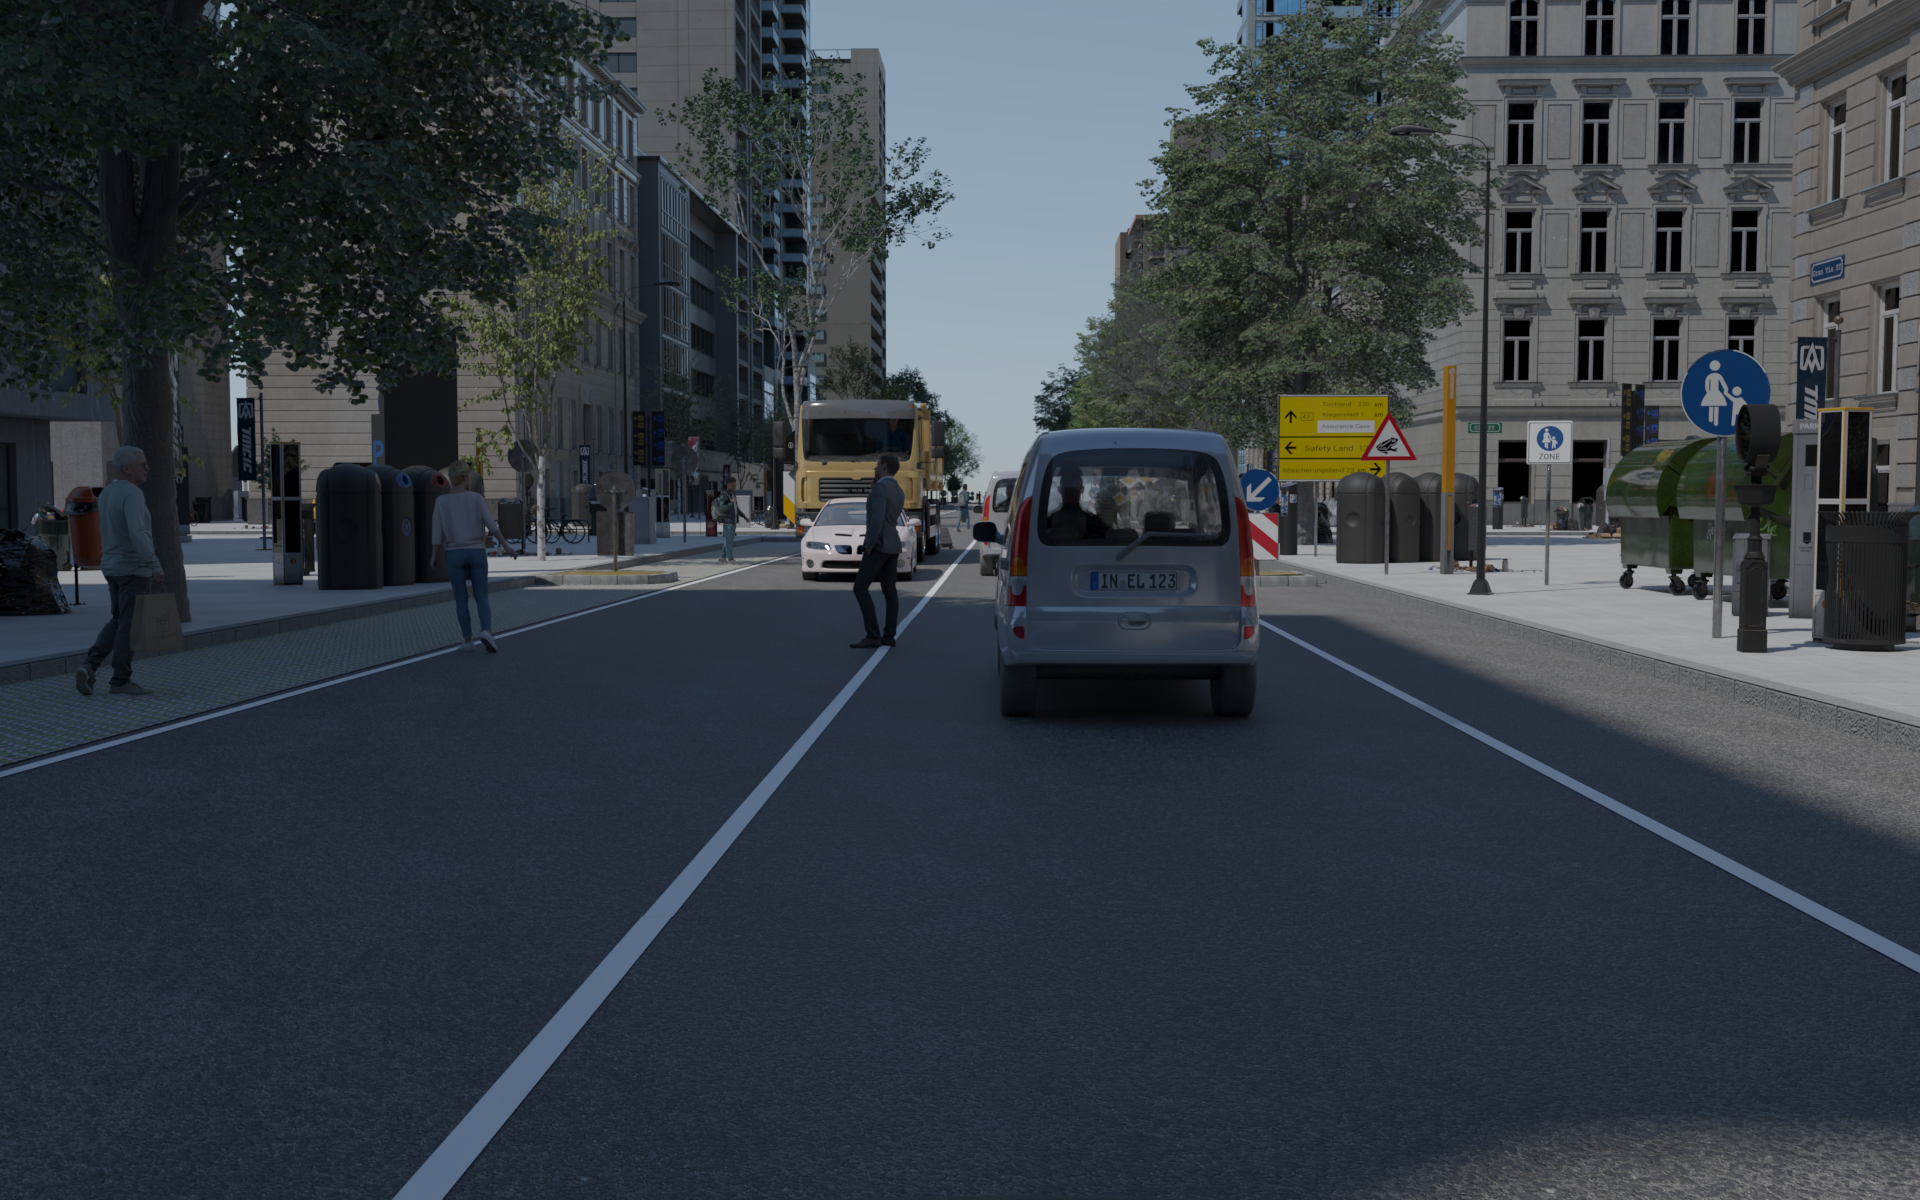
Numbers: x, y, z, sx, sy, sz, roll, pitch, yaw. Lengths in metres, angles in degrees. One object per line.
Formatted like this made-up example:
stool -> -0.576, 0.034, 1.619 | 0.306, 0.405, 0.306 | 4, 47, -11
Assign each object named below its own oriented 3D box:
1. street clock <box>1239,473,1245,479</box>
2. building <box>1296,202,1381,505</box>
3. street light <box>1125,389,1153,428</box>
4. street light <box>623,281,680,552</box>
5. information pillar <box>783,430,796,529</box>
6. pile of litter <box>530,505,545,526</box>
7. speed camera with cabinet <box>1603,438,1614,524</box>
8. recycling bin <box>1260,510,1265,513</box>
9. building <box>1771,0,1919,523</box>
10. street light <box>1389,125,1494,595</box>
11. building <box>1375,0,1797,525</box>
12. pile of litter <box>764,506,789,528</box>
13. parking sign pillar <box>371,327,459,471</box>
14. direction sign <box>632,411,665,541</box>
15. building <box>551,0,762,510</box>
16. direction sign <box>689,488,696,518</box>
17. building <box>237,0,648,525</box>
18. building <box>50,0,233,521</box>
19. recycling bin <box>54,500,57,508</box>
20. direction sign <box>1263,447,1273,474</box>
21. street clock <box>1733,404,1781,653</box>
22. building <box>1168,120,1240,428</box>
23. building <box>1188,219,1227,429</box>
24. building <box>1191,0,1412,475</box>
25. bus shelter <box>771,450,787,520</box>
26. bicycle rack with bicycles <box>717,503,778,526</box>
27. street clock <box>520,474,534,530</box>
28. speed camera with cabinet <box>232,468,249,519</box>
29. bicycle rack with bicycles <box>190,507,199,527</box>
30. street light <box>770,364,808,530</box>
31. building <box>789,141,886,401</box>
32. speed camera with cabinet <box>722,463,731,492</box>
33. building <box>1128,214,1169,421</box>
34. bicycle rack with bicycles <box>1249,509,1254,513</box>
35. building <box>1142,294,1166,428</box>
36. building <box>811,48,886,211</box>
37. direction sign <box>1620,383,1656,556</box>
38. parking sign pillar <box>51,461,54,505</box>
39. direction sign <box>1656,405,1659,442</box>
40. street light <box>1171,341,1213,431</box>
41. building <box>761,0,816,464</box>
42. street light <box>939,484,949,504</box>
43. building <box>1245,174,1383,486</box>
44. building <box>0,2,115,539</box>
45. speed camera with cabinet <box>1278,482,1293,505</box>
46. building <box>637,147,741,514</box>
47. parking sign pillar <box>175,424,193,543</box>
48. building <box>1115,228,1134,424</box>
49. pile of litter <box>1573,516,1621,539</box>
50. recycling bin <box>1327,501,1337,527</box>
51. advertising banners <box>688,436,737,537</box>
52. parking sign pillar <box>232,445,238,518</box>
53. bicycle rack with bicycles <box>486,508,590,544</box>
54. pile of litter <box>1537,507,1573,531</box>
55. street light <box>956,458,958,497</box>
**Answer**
street clock -> 9.844, -3.388, 59.972 | 0.358, 2.002, 0.471 | -2, 4, -35
building -> 25.949, -14.702, 105.011 | 10.561, 19.102, 19.286 | 0, 4, 2
street light -> 7.825, -6.289, 75.358 | 1.470, 5.913, 1.316 | 0, 4, 2
street light -> -6.782, -3.995, 37.858 | 1.470, 5.913, 1.316 | 0, 4, 2
information pillar -> -6.234, -4.410, 63.464 | 0.504, 3.616, 0.183 | 2, 4, 26
pile of litter -> -17.595, -3.473, 70.753 | 1.176, 0.858, 1.719 | 2, 4, 30
speed camera with cabinet -> 22.883, -4.040, 60.383 | 0.660, 3.252, 2.038 | 1, 4, 13
recycling bin -> 14.270, -4.145, 80.325 | 0.722, 1.027, 0.722 | 2, 4, 26
building -> 24.446, -14.084, 27.540 | 12.463, 27.353, 25.104 | 0, 4, 2
street light -> 6.110, -3.023, 21.974 | 1.470, 5.913, 1.316 | 0, 4, 2
building -> 42.060, -18.400, 77.259 | 44.131, 29.872, 17.030 | 0, 4, 2
pile of litter -> -6.864, -3.139, 65.285 | 1.176, 0.858, 1.719 | 1, 4, 9
parking sign pillar -> -8.677, -2.393, 27.600 | 1.447, 3.967, 1.447 | 3, 5, 42
direction sign -> -8.494, -3.384, 47.326 | 0.876, 3.537, 0.379 | 0, 4, 3
building -> -25.274, -43.256, 145.493 | 20.563, 71.187, 20.611 | 0, 4, 2
direction sign -> -14.619, -6.268, 94.471 | 0.876, 3.537, 0.379 | 2, 4, 29
building -> -23.723, -17.523, 83.757 | 12.463, 27.353, 25.104 | 0, 4, 2
building -> -45.474, -15.892, 77.855 | 19.932, 24.808, 12.078 | 0, 4, 2
recycling bin -> -61.120, -6.336, 116.151 | 0.722, 1.027, 0.722 | -1, 4, -11
direction sign -> 14.982, -5.647, 84.320 | 0.379, 3.537, 0.876 | 3, 5, 40
street clock -> 6.429, -0.577, 14.003 | 0.358, 2.002, 0.471 | 1, 4, 10
building -> 30.077, -31.124, 192.473 | 14.154, 41.232, 14.086 | 0, 4, 2
building -> 30.319, -24.867, 178.275 | 14.160, 30.474, 14.107 | 0, 4, 2
building -> 33.181, -51.454, 153.952 | 22.319, 86.520, 31.000 | 0, 4, 2
bus shelter -> -8.351, -5.929, 88.215 | 1.731, 3.624, 6.357 | 0, 4, 2
bicycle rack with bicycles -> -8.807, -3.487, 70.395 | 2.925, 0.926, 2.852 | -2, 4, -29
street clock -> -15.435, -3.498, 61.758 | 0.358, 2.002, 0.471 | 2, 4, 30
speed camera with cabinet -> -37.846, -5.906, 90.905 | 0.660, 3.252, 2.038 | -3, 4, -36
bicycle rack with bicycles -> -31.761, -3.351, 68.172 | 2.925, 0.926, 2.852 | 3, 5, 40
street light -> -6.129, -5.485, 62.216 | 1.470, 5.913, 1.316 | 0, 4, 2
building -> -22.223, -37.760, 241.077 | 21.300, 48.544, 21.600 | 0, 4, 2
speed camera with cabinet -> -14.374, -7.055, 109.686 | 0.660, 3.252, 2.038 | 1, 4, 21
building -> 36.977, -37.306, 264.580 | 22.147, 44.769, 28.867 | 0, 4, 2
bicycle rack with bicycles -> 17.007, -4.753, 91.097 | 2.852, 0.926, 2.925 | -2, 4, -32
building -> 31.810, -28.804, 242.638 | 14.160, 30.474, 14.107 | 0, 4, 2
building -> -20.412, -51.702, 283.572 | 20.563, 71.187, 20.611 | 0, 4, 2
direction sign -> 13.827, -2.671, 35.661 | 0.876, 3.537, 0.379 | -3, 5, -40
parking sign pillar -> -57.576, -7.284, 107.570 | 1.447, 3.967, 1.447 | 1, 4, 23
direction sign -> 17.394, -3.199, 44.307 | 0.876, 3.537, 0.379 | 0, 4, 4
street light -> 7.044, -4.876, 52.270 | 1.470, 5.913, 1.316 | 0, 4, 2
building -> -25.375, -52.529, 171.512 | 22.319, 86.520, 31.000 | 0, 4, 2
street light -> -1.795, -13.722, 196.902 | 1.470, 5.913, 1.316 | 0, 4, 2
building -> 26.571, -18.077, 124.445 | 11.050, 23.489, 19.941 | 0, 4, 2
building -> -25.683, -16.018, 33.599 | 14.107, 30.474, 14.160 | 0, 4, 2
speed camera with cabinet -> 15.215, -5.354, 81.877 | 2.038, 3.252, 0.660 | -1, 4, -12
building -> -23.455, -17.878, 111.373 | 14.314, 24.678, 30.058 | 0, 4, 2
parking sign pillar -> -21.153, -3.508, 45.834 | 1.447, 3.967, 1.447 | 3, 5, 43
building -> 32.861, -38.918, 286.415 | 14.600, 45.320, 14.200 | 0, 4, 2
pile of litter -> 18.780, -2.188, 49.744 | 1.176, 0.858, 1.719 | -2, 4, -33
recycling bin -> 14.752, -3.351, 67.346 | 0.722, 1.027, 0.722 | -2, 4, -26
advertising banners -> -7.464, -3.418, 52.070 | 2.074, 3.025, 0.090 | 3, 5, 40
parking sign pillar -> -40.104, -6.525, 95.163 | 1.447, 3.967, 1.447 | 0, 4, 2
bicycle rack with bicycles -> -10.917, -1.948, 45.240 | 2.925, 0.926, 2.852 | 2, 4, 27
pile of litter -> 21.116, -2.856, 60.657 | 1.176, 0.858, 1.719 | -3, 5, -44
street light -> -1.010, -15.174, 220.632 | 1.470, 5.913, 1.316 | 0, 4, 2
